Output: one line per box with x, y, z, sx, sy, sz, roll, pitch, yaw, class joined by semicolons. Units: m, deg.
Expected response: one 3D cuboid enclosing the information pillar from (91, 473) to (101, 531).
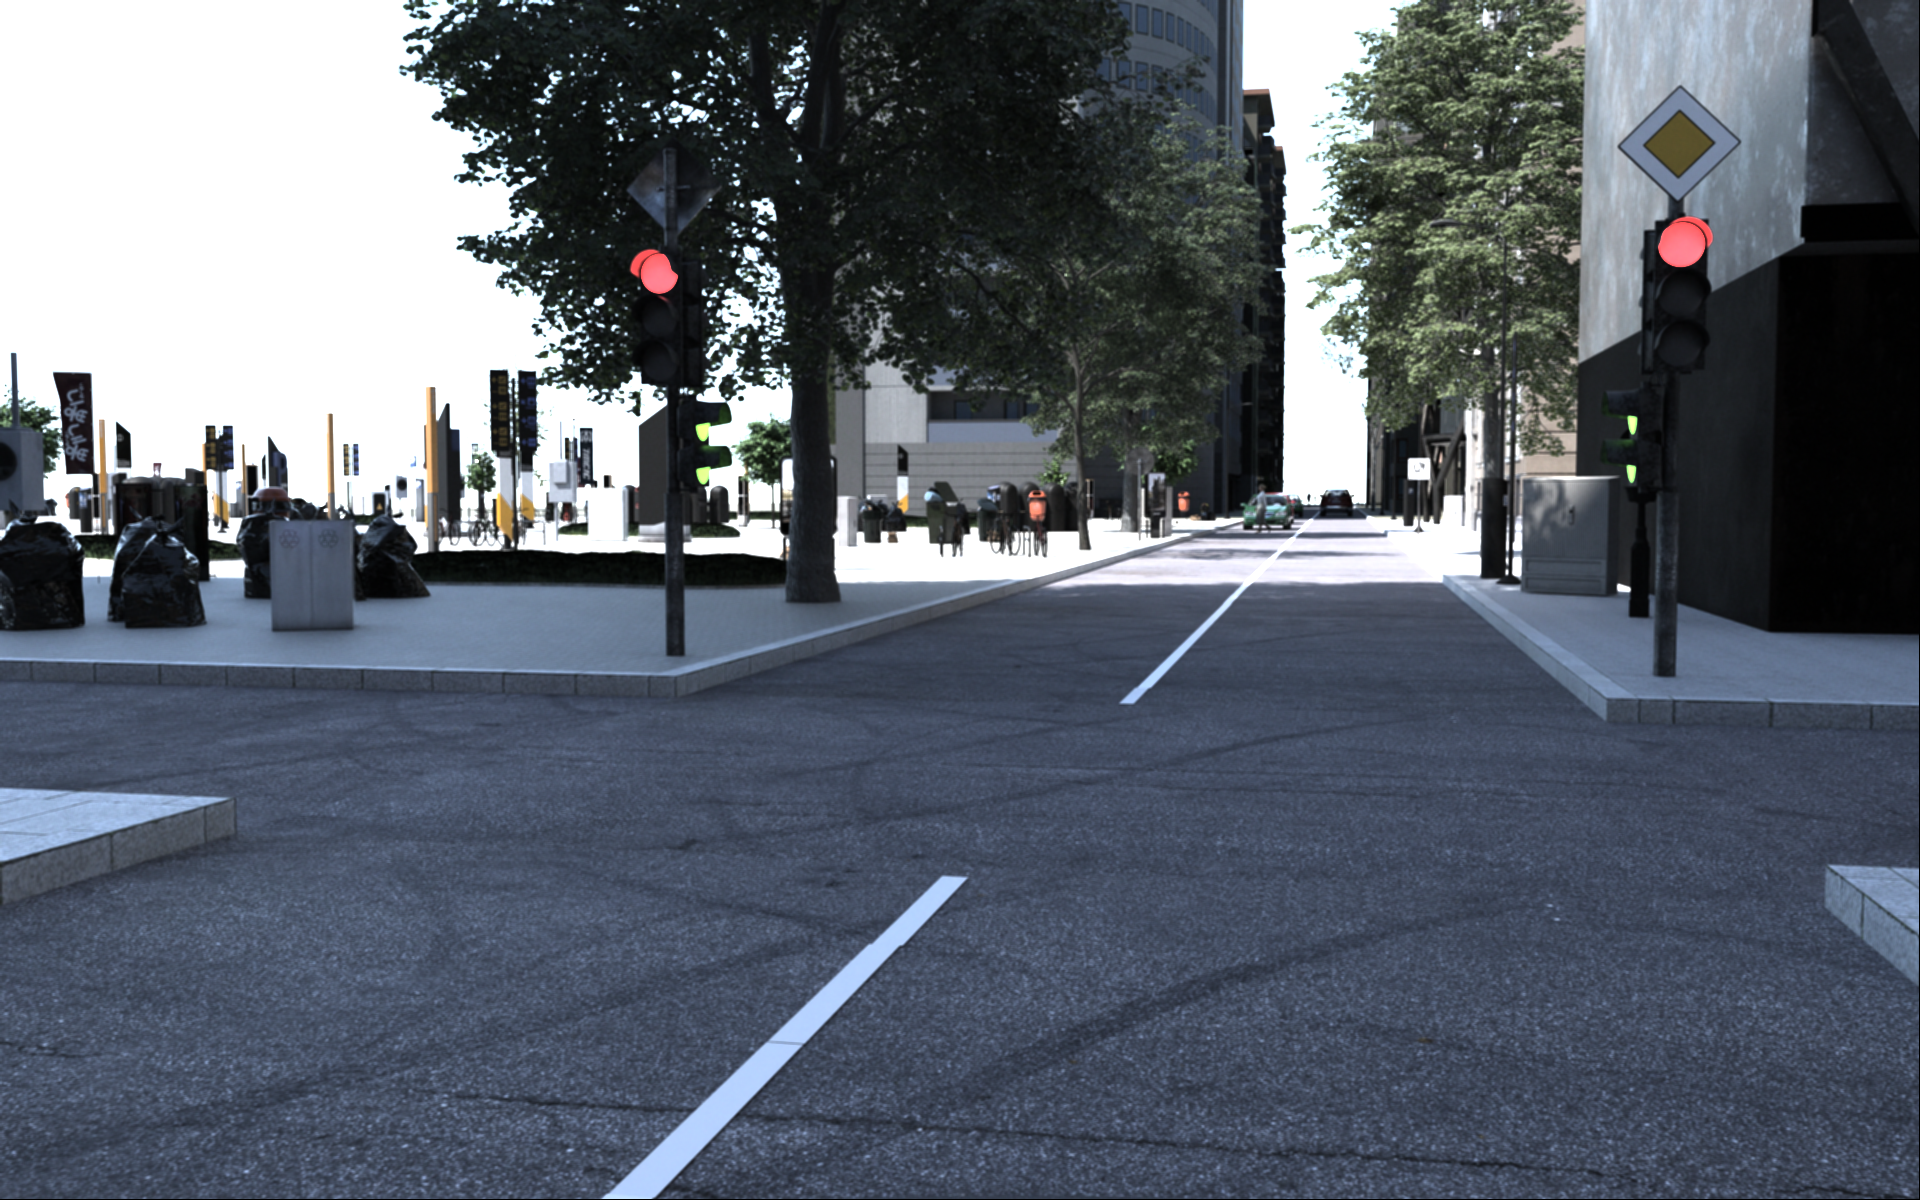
-29.587;-3.365;59.506;0.304;2.012;0.304;0;4;8;information pillar

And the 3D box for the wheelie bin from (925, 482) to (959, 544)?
-0.499;-2.238;44.499;0.693;1.594;0.980;2;4;32;wheelie bin

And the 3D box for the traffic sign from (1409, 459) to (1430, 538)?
13.300;-2.941;50.212;0.606;2.300;0.079;1;4;18;traffic sign

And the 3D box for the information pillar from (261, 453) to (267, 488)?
-39.143;-6.490;97.462;0.183;3.616;0.504;0;4;5;information pillar

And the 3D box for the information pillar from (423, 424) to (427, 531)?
-17.875;-4.092;58.258;0.183;3.616;0.504;1;4;11;information pillar

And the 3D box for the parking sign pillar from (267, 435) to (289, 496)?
-31.562;-5.610;80.194;1.447;3.967;1.447;0;4;2;parking sign pillar

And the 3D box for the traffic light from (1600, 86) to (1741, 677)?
4.950;-1.418;12.104;0.839;4.253;0.868;1;4;12;traffic light

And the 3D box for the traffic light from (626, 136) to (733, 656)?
-2.246;-1.512;13.650;0.839;4.253;0.868;1;4;12;traffic light

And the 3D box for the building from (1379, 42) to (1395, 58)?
64.516;-41.722;224.158;21.231;58.520;28.212;1;4;12;building

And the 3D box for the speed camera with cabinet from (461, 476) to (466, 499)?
-24.600;-5.429;83.104;0.660;3.252;2.038;1;4;23;speed camera with cabinet

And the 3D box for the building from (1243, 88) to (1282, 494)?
22.296;-32.499;185.978;22.147;44.769;28.867;1;4;12;building

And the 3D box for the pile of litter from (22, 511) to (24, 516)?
-40.123;-3.635;73.397;1.719;0.858;1.176;-3;5;-42;pile of litter

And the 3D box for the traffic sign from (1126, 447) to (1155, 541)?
4.881;-2.867;46.974;0.768;2.556;0.104;1;4;16;traffic sign

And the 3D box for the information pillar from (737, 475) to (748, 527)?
-8.392;-3.815;66.866;0.304;2.012;0.304;1;4;21;information pillar

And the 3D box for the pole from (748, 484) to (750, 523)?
-9.286;-4.994;75.502;0.158;3.312;0.155;0;3;0;pole

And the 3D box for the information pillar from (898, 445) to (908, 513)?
-2.692;-5.492;81.155;0.504;3.616;0.183;0;4;-7;information pillar

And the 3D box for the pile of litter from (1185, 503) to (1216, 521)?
11.454;-4.185;82.386;1.719;0.858;1.176;-1;4;-14;pile of litter

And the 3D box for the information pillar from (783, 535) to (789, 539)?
-4.921;-2.770;49.782;0.304;2.012;0.304;0;4;-1;information pillar

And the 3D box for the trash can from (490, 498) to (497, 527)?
-16.866;-3.177;63.599;0.748;1.137;0.748;0;3;0;trash can

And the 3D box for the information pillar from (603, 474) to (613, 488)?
-13.010;-3.639;63.993;0.304;2.012;0.304;0;4;3;information pillar

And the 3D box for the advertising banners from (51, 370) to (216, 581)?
-11.915;-1.764;25.033;2.074;3.025;0.090;-2;4;-27;advertising banners

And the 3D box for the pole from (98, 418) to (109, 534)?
-23.128;-3.237;46.770;0.158;3.312;0.155;0;3;0;pole

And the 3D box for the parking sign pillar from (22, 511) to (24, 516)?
-44.058;-5.646;80.781;1.447;3.967;1.447;3;4;38;parking sign pillar

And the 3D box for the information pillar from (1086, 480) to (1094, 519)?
6.628;-5.139;88.521;0.304;2.012;0.304;-2;4;-26;information pillar

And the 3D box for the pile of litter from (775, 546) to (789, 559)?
-3.135;-1.247;34.349;1.176;0.858;1.719;1;4;20;pile of litter

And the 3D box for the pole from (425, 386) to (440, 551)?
-9.988;-2.381;32.778;0.158;3.312;0.155;0;3;0;pole

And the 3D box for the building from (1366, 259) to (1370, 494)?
55.480;-26.524;205.361;14.160;30.474;14.107;1;4;12;building

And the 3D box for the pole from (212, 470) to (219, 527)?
-29.217;-4.532;67.947;0.158;3.312;0.155;0;3;0;pole

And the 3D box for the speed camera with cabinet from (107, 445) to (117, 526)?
-33.212;-4.610;69.706;2.038;3.252;0.660;-1;4;-10;speed camera with cabinet

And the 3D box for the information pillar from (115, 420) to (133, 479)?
-26.472;-3.884;54.855;0.504;3.616;0.183;0;4;2;information pillar

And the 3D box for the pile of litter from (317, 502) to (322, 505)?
-34.880;-4.907;94.194;1.719;0.858;1.176;2;4;33;pile of litter

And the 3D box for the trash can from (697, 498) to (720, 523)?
-8.316;-2.787;57.219;0.748;1.137;0.748;0;3;0;trash can

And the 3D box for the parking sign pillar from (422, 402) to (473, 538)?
-15.309;-3.861;51.600;1.447;3.967;1.447;-3;4;-36;parking sign pillar

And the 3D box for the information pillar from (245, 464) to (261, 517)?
-17.584;-2.363;43.129;0.304;2.012;0.304;-1;4;-12;information pillar

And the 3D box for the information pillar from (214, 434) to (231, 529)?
-27.206;-4.432;63.812;0.504;3.616;0.183;-3;5;-41;information pillar

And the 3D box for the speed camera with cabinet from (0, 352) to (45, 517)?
-13.866;-1.817;24.051;2.038;3.252;0.660;0;4;3;speed camera with cabinet

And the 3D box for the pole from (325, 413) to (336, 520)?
-15.773;-3.032;43.417;0.158;3.312;0.155;0;3;0;pole

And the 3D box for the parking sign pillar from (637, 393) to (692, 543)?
-7.849;-3.514;45.934;1.447;3.967;1.447;1;4;12;parking sign pillar

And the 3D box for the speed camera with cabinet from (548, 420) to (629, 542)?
-10.021;-3.203;46.705;2.038;3.252;0.660;0;3;0;speed camera with cabinet

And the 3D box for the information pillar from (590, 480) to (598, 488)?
-18.814;-5.175;89.097;0.304;2.012;0.304;3;4;39;information pillar

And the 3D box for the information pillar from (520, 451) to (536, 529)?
-16.017;-4.453;64.162;0.504;3.616;0.183;-1;4;-21;information pillar

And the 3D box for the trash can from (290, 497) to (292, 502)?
-35.030;-4.788;89.940;0.748;1.137;0.748;0;3;0;trash can

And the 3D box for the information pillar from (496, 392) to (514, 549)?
-10.447;-2.957;39.708;0.183;3.616;0.504;1;4;22;information pillar

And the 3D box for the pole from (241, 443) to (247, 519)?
-28.782;-4.635;69.620;0.158;3.312;0.155;0;3;0;pole

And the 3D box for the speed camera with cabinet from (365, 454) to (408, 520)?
-27.825;-5.486;84.027;0.660;3.252;2.038;3;5;40;speed camera with cabinet

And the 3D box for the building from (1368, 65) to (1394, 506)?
55.151;-34.391;185.988;21.300;48.544;21.600;1;4;12;building

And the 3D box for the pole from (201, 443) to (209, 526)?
-29.987;-4.584;68.787;0.158;3.312;0.155;0;3;0;pole
